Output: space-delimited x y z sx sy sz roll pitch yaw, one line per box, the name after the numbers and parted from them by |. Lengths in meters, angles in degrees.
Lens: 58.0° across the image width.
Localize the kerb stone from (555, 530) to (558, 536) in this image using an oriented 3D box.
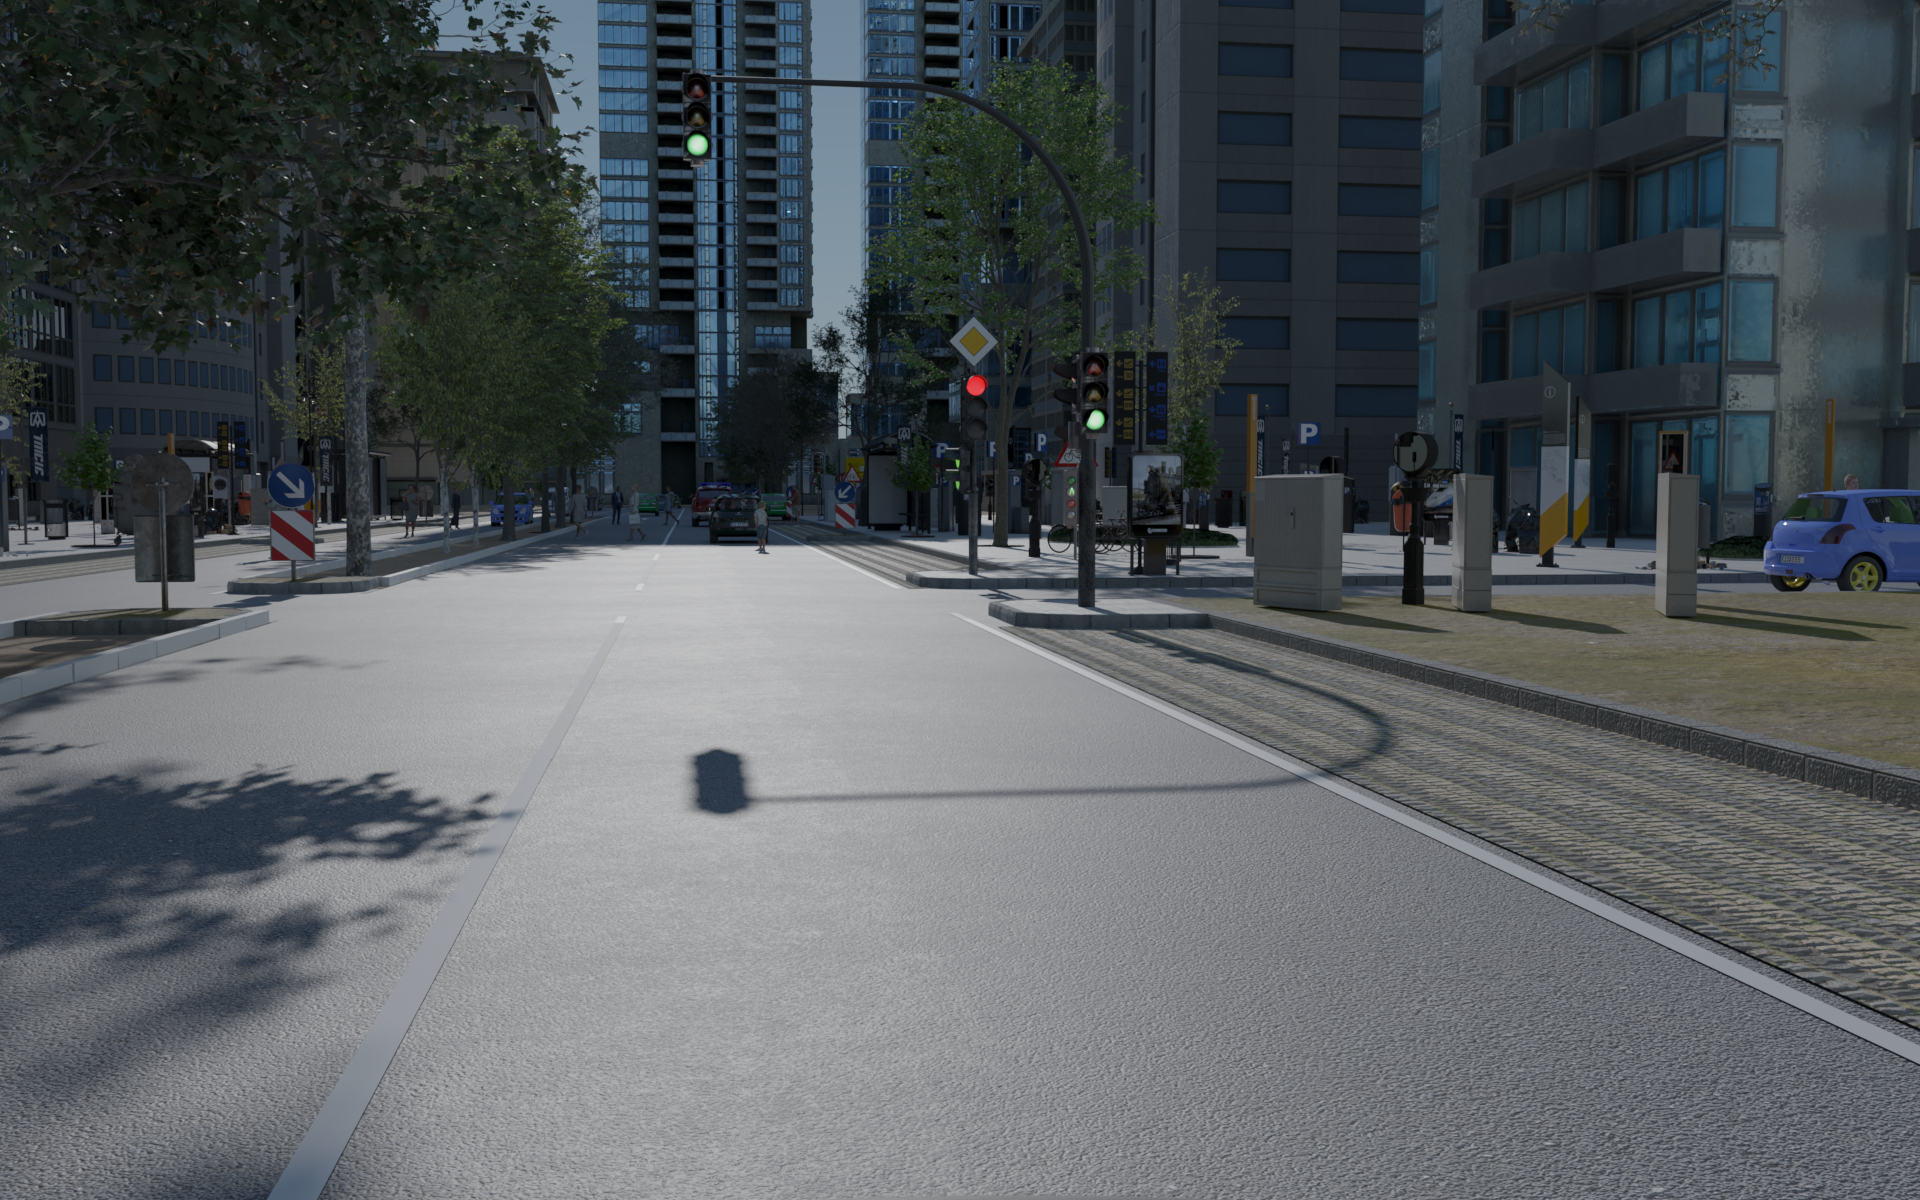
-13.823 -2.231 58.707 0.120 0.150 1.000 -1 4 -9 | kerb stone

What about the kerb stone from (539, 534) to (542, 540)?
-12.882 -1.856 52.612 0.120 0.150 1.000 -1 4 -9 | kerb stone

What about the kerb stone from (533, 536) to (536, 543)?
-12.575 -1.736 50.587 0.120 0.150 1.000 -1 4 -9 | kerb stone

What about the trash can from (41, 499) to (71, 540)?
-25.471 -2.273 48.811 0.748 1.137 0.748 0 3 0 | trash can

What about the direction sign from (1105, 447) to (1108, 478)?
7.264 -5.604 83.619 0.379 3.537 0.876 3 5 44 | direction sign

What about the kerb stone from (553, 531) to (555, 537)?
-13.668 -2.171 57.693 0.120 0.150 1.000 -1 4 -9 | kerb stone

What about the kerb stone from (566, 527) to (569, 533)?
-14.602 -2.544 63.786 0.120 0.150 1.000 -1 4 -9 | kerb stone

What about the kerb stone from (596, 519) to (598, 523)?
-17.581 -3.723 83.065 0.120 0.150 1.000 -1 4 -9 | kerb stone

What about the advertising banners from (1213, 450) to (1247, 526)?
10.595 -4.430 68.617 2.074 3.025 0.090 -1 4 -9 | advertising banners

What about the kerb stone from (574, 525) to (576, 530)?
-15.234 -2.791 67.845 0.120 0.150 1.000 -1 4 -9 | kerb stone

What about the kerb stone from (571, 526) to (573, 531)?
-14.915 -2.668 65.811 0.120 0.150 1.000 -1 4 -9 | kerb stone

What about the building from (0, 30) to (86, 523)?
-46.424 -16.840 68.841 14.314 27.812 24.014 -1 4 -9 | building

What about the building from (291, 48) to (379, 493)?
-62.124 -31.927 145.705 21.600 48.544 21.300 -1 4 -9 | building

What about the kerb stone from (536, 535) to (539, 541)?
-12.718 -1.798 51.599 0.120 0.150 1.000 -1 4 -9 | kerb stone

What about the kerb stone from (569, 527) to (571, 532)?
-14.763 -2.606 64.796 0.120 0.150 1.000 -1 4 -9 | kerb stone

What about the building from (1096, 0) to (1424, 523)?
17.907 -33.584 91.091 21.231 58.520 28.212 -1 4 -9 | building

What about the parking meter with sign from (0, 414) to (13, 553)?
-21.474 -2.590 38.600 0.543 3.016 1.738 -2 4 -34 | parking meter with sign

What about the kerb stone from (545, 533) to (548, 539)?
-13.193 -1.983 54.639 0.120 0.150 1.000 -1 4 -9 | kerb stone

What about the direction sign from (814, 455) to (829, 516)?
-8.108 -6.694 101.441 0.876 3.537 0.379 -1 4 -18 | direction sign

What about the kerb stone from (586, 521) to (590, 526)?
-16.648 -3.350 76.970 0.120 0.150 1.000 -1 4 -9 | kerb stone

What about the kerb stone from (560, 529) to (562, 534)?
-14.137 -2.357 60.740 0.120 0.150 1.000 -1 4 -9 | kerb stone

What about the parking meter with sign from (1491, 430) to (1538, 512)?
15.358 -3.113 47.151 1.738 3.016 0.543 1 4 17 | parking meter with sign

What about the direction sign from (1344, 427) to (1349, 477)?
13.188 -4.108 59.165 0.379 3.537 0.876 1 4 20 | direction sign

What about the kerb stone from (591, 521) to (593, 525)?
-16.961 -3.472 79.004 0.120 0.150 1.000 -1 4 -9 | kerb stone

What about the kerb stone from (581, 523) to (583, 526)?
-15.861 -3.041 71.912 0.120 0.150 1.000 -1 4 -9 | kerb stone

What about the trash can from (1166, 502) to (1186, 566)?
3.680 -1.194 31.176 0.748 1.137 0.748 0 3 0 | trash can

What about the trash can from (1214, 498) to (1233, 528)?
10.006 -3.315 65.859 0.748 1.137 0.748 0 3 0 | trash can

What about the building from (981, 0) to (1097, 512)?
18.375 -26.511 125.328 32.217 40.220 23.993 -1 4 -9 | building

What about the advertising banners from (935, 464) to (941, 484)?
-0.754 -6.386 100.605 0.090 3.025 2.074 3 5 44 | advertising banners

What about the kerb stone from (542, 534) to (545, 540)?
-13.038 -1.921 53.629 0.120 0.150 1.000 -1 4 -9 | kerb stone

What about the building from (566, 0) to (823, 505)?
-30.878 -54.680 206.684 31.000 86.520 22.319 -1 4 -9 | building

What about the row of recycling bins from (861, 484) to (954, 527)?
-2.170 -3.768 68.714 3.534 1.692 1.069 -1 4 -8 | row of recycling bins

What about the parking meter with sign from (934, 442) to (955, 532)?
-0.480 -3.841 59.059 0.543 3.016 1.738 0 4 8 | parking meter with sign

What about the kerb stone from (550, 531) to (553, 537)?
-13.518 -2.106 56.677 0.120 0.150 1.000 -1 4 -9 | kerb stone

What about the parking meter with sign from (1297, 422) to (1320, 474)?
8.696 -2.856 42.952 0.543 3.016 1.738 1 4 15 | parking meter with sign

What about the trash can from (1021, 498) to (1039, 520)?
2.614 -3.226 64.396 0.748 1.137 0.748 0 3 0 | trash can

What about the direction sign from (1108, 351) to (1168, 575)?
2.874 -2.177 27.587 0.876 3.537 0.379 -1 4 -9 | direction sign

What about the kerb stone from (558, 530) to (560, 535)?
-13.983 -2.293 59.719 0.120 0.150 1.000 -1 4 -9 | kerb stone

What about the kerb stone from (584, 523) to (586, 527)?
-16.175 -3.164 73.935 0.120 0.150 1.000 -1 4 -9 | kerb stone

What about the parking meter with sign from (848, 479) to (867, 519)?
-5.004 -5.617 88.100 0.543 3.016 1.738 2 4 34 | parking meter with sign

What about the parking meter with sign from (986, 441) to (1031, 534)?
1.601 -3.662 56.136 0.543 3.016 1.738 -3 4 -37 | parking meter with sign

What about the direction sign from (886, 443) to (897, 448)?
-3.117 -5.224 77.409 0.379 3.537 0.876 3 5 39 | direction sign

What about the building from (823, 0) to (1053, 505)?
-0.169 -54.940 210.942 31.000 86.520 22.319 -1 4 -9 | building

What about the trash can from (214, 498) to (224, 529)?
-26.113 -2.988 60.506 0.748 1.137 0.748 0 3 0 | trash can

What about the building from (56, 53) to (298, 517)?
-56.088 -34.629 108.191 21.231 58.520 28.212 -1 4 -9 | building

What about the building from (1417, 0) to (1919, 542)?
31.113 -26.653 55.381 30.456 49.044 23.786 -1 4 -9 | building

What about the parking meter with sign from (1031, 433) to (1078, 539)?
2.957 -3.220 48.914 1.738 3.016 0.543 3 4 37 | parking meter with sign

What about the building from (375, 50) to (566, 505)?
-60.274 -37.750 206.444 27.495 52.752 28.713 -1 4 -9 | building

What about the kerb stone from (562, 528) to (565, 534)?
-14.288 -2.413 61.751 0.120 0.150 1.000 -1 4 -9 | kerb stone

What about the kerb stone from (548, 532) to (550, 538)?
-13.353 -2.047 55.657 0.120 0.150 1.000 -1 4 -9 | kerb stone

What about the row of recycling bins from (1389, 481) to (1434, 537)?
14.131 -2.756 52.167 1.069 1.692 3.534 -1 4 -17 | row of recycling bins

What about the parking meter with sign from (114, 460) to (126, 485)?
-42.455 -5.623 88.202 0.543 3.016 1.738 -3 5 -44 | parking meter with sign

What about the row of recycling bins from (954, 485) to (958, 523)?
-0.462 -4.285 77.171 1.069 1.692 3.534 -2 4 -26 | row of recycling bins

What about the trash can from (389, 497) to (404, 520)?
-27.395 -4.440 84.242 0.748 1.137 0.748 0 3 0 | trash can

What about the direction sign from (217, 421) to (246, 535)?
-22.695 -3.793 54.013 0.876 3.537 0.379 0 3 0 | direction sign
